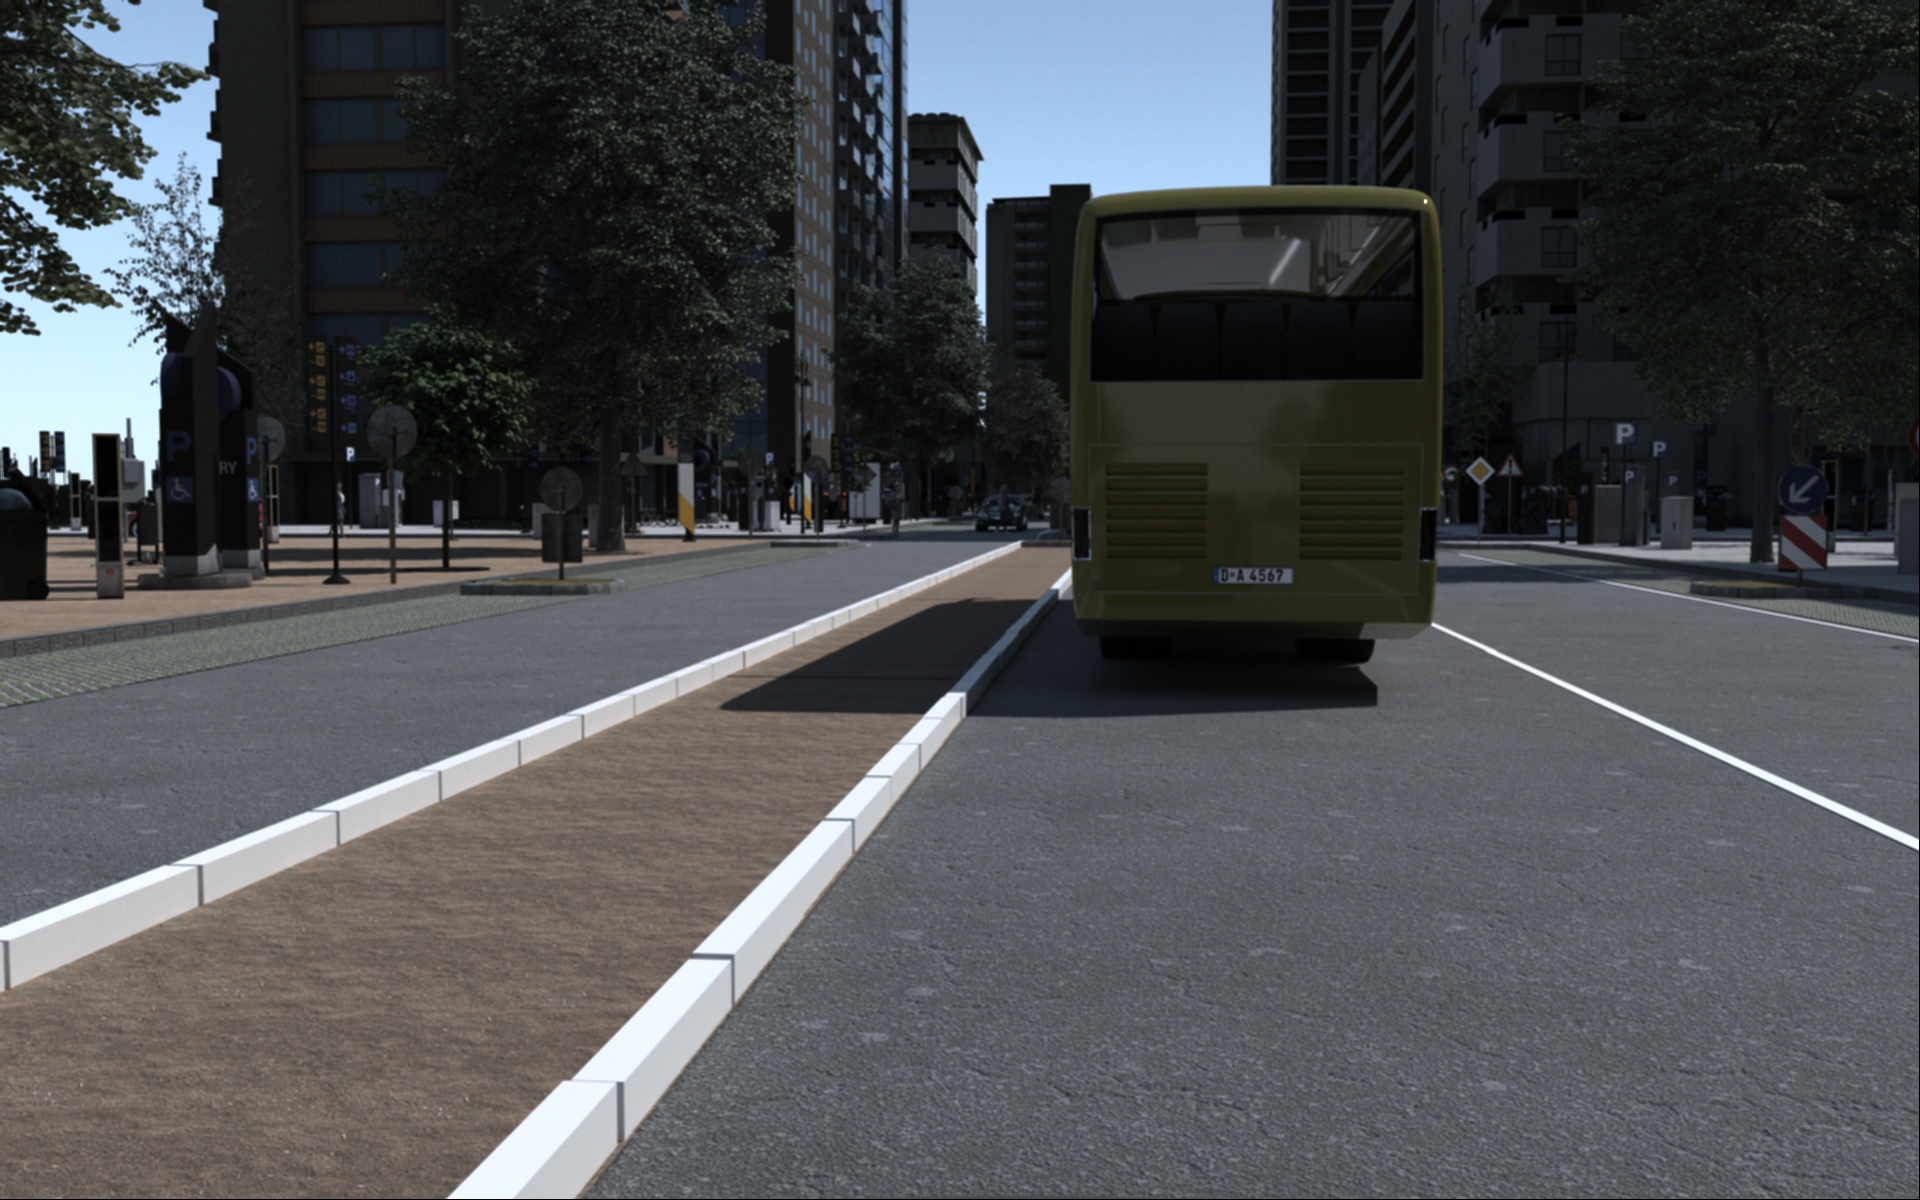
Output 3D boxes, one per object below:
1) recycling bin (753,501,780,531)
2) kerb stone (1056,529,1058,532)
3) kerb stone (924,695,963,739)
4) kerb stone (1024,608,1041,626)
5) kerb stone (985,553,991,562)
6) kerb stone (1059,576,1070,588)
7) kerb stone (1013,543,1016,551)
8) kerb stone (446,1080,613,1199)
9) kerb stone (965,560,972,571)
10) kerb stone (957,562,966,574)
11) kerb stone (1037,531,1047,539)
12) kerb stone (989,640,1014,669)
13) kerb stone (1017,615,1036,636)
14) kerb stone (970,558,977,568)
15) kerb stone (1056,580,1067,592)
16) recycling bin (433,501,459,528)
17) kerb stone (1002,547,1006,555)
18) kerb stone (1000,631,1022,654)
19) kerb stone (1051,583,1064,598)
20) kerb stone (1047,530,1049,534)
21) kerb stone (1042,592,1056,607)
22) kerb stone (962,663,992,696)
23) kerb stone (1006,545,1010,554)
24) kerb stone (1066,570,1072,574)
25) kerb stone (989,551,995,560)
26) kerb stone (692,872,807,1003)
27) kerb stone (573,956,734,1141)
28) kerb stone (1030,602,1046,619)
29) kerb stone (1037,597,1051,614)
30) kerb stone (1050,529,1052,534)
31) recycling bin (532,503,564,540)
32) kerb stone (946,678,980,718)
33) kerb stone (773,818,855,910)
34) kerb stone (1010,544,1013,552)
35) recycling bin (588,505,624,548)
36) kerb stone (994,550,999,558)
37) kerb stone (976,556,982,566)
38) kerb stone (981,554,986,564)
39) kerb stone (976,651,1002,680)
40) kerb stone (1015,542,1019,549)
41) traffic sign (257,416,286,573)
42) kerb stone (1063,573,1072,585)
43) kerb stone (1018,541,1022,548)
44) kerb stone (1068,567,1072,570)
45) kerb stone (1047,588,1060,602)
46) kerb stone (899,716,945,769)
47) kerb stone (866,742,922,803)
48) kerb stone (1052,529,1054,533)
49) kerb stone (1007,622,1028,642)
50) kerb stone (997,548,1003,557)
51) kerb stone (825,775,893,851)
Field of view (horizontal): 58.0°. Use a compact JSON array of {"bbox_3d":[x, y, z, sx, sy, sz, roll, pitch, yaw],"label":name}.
[{"bbox_3d":[-6.766,-2.937,60.569,0.722,1.027,0.722,1,4,22],"label":"recycling bin"},{"bbox_3d":[3.446,-2.560,64.148,0.120,0.150,1.000,0,4,6],"label":"kerb stone"},{"bbox_3d":[-0.107,0.719,10.433,0.120,0.150,1.000,0,4,6],"label":"kerb stone"},{"bbox_3d":[0.755,0.221,18.588,0.120,0.150,1.000,0,4,6],"label":"kerb stone"},{"bbox_3d":[0.485,-0.848,36.068,0.120,0.150,1.000,0,4,6],"label":"kerb stone"},{"bbox_3d":[1.512,-0.217,25.741,0.120,0.150,1.000,0,4,6],"label":"kerb stone"},{"bbox_3d":[1.245,-1.284,43.196,0.120,0.150,1.000,0,4,6],"label":"kerb stone"},{"bbox_3d":[-0.860,1.156,3.290,0.120,0.150,1.000,0,4,6],"label":"kerb stone"},{"bbox_3d":[0.057,-0.599,31.996,0.120,0.150,1.000,0,4,6],"label":"kerb stone"},{"bbox_3d":[-0.048,-0.534,30.967,0.120,0.150,1.000,0,4,6],"label":"kerb stone"},{"bbox_3d":[2.695,-2.129,57.012,0.120,0.150,1.000,0,4,6],"label":"kerb stone"},{"bbox_3d":[0.330,0.471,14.502,0.120,0.150,1.000,0,4,6],"label":"kerb stone"},{"bbox_3d":[0.649,0.283,17.564,0.120,0.150,1.000,0,4,6],"label":"kerb stone"},{"bbox_3d":[0.160,-0.662,33.013,0.120,0.150,1.000,0,4,6],"label":"kerb stone"},{"bbox_3d":[1.402,-0.153,24.719,0.120,0.150,1.000,0,4,6],"label":"kerb stone"},{"bbox_3d":[-19.656,-3.283,66.231,0.722,1.027,0.722,1,4,9],"label":"recycling bin"},{"bbox_3d":[0.916,-1.098,40.147,0.120,0.150,1.000,0,4,6],"label":"kerb stone"},{"bbox_3d":[0.435,0.412,15.525,0.120,0.150,1.000,0,4,6],"label":"kerb stone"},{"bbox_3d":[1.302,-0.091,23.689,0.120,0.150,1.000,0,4,6],"label":"kerb stone"},{"bbox_3d":[2.805,-2.192,58.029,0.120,0.150,1.000,0,4,6],"label":"kerb stone"},{"bbox_3d":[1.080,0.035,21.648,0.120,0.150,1.000,0,4,6],"label":"kerb stone"},{"bbox_3d":[0.111,0.597,12.470,0.120,0.150,1.000,0,4,6],"label":"kerb stone"},{"bbox_3d":[1.025,-1.159,41.163,0.120,0.150,1.000,0,4,6],"label":"kerb stone"},{"bbox_3d":[1.728,-0.342,27.780,0.120,0.150,1.000,0,4,6],"label":"kerb stone"},{"bbox_3d":[0.597,-0.911,37.091,0.120,0.150,1.000,0,4,6],"label":"kerb stone"},{"bbox_3d":[-0.637,1.032,5.337,0.120,0.150,1.000,0,4,6],"label":"kerb stone"},{"bbox_3d":[-0.744,1.101,4.305,0.120,0.150,1.000,0,4,6],"label":"kerb stone"},{"bbox_3d":[0.858,0.158,19.605,0.120,0.150,1.000,0,4,6],"label":"kerb stone"},{"bbox_3d":[0.970,0.096,20.621,0.120,0.150,1.000,0,4,6],"label":"kerb stone"},{"bbox_3d":[3.021,-2.317,60.071,0.120,0.150,1.000,0,4,6],"label":"kerb stone"},{"bbox_3d":[-11.562,-2.210,48.685,0.722,1.027,0.722,0,4,4],"label":"recycling bin"},{"bbox_3d":[0.007,0.659,11.453,0.120,0.150,1.000,0,4,6],"label":"kerb stone"},{"bbox_3d":[-0.537,0.979,6.355,0.120,0.150,1.000,0,4,6],"label":"kerb stone"},{"bbox_3d":[1.135,-1.214,42.180,0.120,0.150,1.000,0,4,6],"label":"kerb stone"},{"bbox_3d":[-8.496,-1.776,41.598,0.722,1.027,0.722,0,4,1],"label":"recycling bin"},{"bbox_3d":[0.696,-0.973,38.108,0.120,0.150,1.000,0,4,6],"label":"kerb stone"},{"bbox_3d":[0.273,-0.724,34.034,0.120,0.150,1.000,0,4,6],"label":"kerb stone"},{"bbox_3d":[0.380,-0.786,35.052,0.120,0.150,1.000,0,4,6],"label":"kerb stone"},{"bbox_3d":[0.210,0.537,13.487,0.120,0.150,1.000,0,4,6],"label":"kerb stone"},{"bbox_3d":[1.344,-1.347,44.223,0.120,0.150,1.000,0,4,6],"label":"kerb stone"},{"bbox_3d":[-11.296,-1.713,28.117,0.768,2.556,0.104,1,4,12],"label":"traffic sign"},{"bbox_3d":[1.621,-0.279,26.757,0.120,0.150,1.000,0,4,6],"label":"kerb stone"},{"bbox_3d":[1.457,-1.409,45.239,0.120,0.150,1.000,0,4,6],"label":"kerb stone"},{"bbox_3d":[1.843,-0.404,28.796,0.120,0.150,1.000,0,4,6],"label":"kerb stone"},{"bbox_3d":[1.191,-0.026,22.668,0.120,0.150,1.000,0,4,6],"label":"kerb stone"},{"bbox_3d":[-0.209,0.782,9.404,0.120,0.150,1.000,0,4,6],"label":"kerb stone"},{"bbox_3d":[-0.321,0.845,8.388,0.120,0.150,1.000,0,4,6],"label":"kerb stone"},{"bbox_3d":[3.125,-2.378,61.092,0.120,0.150,1.000,0,4,6],"label":"kerb stone"},{"bbox_3d":[0.530,0.345,16.549,0.120,0.150,1.000,0,4,6],"label":"kerb stone"},{"bbox_3d":[0.808,-1.036,39.131,0.120,0.150,1.000,0,4,6],"label":"kerb stone"},{"bbox_3d":[-0.426,0.911,7.370,0.120,0.150,1.000,0,4,6],"label":"kerb stone"}]
